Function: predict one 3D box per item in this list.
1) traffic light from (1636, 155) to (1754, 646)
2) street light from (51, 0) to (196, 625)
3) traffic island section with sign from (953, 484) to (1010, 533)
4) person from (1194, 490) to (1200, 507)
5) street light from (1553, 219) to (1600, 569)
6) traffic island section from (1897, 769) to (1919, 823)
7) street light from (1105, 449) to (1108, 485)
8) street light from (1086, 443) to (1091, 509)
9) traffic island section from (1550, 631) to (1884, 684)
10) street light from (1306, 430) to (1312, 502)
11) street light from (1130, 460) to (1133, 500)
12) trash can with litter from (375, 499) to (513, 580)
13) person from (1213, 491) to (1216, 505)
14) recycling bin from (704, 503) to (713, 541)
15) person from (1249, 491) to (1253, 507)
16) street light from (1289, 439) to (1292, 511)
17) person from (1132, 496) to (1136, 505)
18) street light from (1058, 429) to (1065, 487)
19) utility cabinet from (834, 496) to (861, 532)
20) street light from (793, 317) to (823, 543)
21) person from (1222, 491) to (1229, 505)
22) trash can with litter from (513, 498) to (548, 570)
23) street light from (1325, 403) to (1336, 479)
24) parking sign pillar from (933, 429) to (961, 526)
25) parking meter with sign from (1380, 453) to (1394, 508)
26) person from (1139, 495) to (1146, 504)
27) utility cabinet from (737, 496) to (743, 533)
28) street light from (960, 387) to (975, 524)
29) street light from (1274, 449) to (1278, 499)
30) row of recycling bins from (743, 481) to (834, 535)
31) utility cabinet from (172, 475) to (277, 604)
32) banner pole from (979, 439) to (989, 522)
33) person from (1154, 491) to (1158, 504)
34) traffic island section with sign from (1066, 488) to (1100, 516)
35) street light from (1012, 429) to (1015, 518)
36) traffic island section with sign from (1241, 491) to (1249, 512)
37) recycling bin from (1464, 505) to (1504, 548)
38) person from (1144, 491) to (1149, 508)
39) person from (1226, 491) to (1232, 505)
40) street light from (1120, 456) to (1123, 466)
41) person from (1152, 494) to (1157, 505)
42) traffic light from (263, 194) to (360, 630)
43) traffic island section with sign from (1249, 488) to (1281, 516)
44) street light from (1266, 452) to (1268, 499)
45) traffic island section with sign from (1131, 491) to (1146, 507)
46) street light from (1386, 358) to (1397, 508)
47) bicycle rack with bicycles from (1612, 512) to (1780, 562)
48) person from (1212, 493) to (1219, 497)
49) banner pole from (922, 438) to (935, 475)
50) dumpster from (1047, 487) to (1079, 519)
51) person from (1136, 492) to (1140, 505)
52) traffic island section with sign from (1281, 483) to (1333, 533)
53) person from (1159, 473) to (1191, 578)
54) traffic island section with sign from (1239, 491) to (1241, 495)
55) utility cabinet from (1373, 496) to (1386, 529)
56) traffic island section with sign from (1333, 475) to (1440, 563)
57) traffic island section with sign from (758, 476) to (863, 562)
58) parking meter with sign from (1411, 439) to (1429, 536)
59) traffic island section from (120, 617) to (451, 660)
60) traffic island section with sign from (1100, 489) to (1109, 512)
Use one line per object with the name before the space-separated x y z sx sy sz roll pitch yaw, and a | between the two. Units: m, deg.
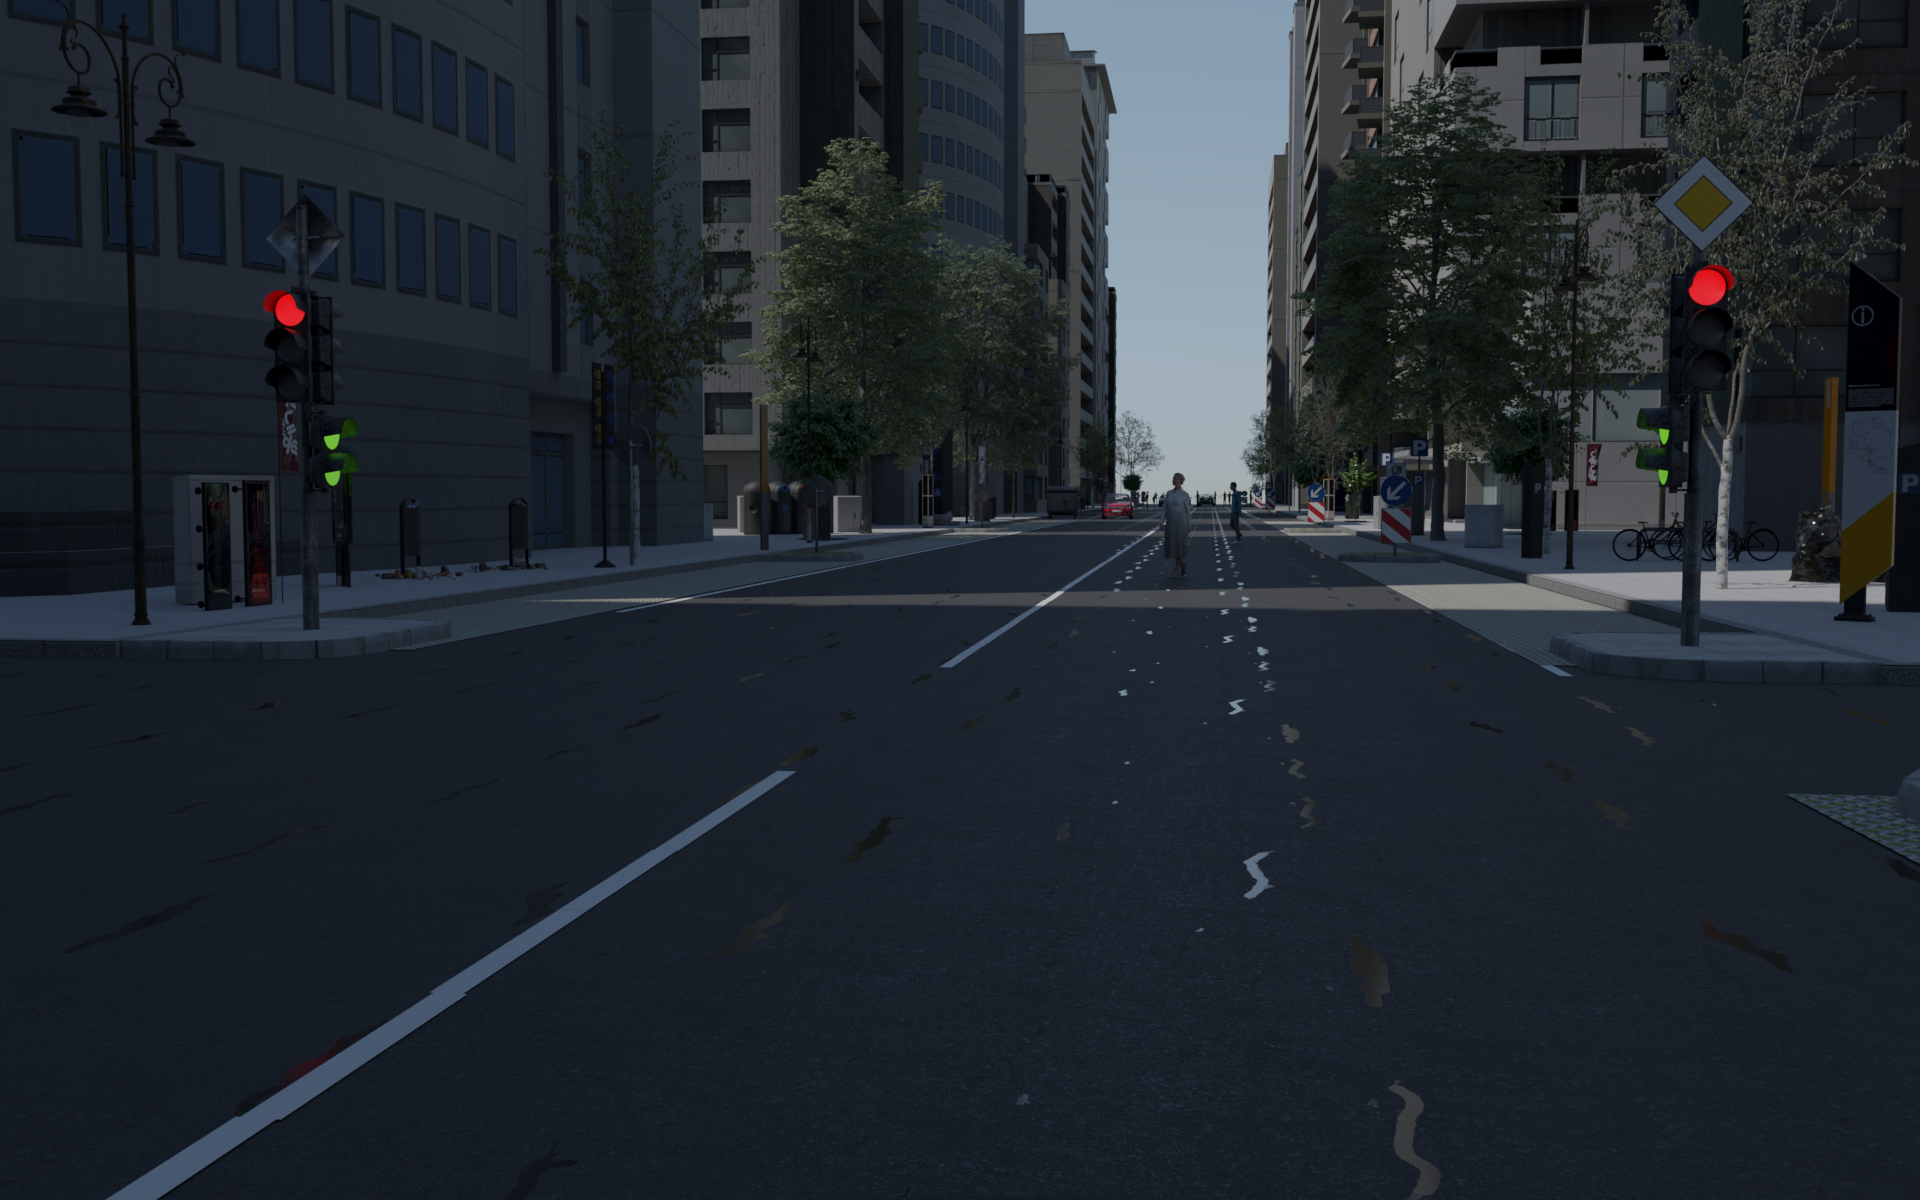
traffic light | 6.156 -1.567 14.539 0.839 4.253 0.868 1 4 8
street light | -8.032 -2.693 16.812 0.468 5.910 1.993 1 4 8
traffic island section with sign | 0.838 -3.446 64.969 1.989 1.847 2.006 1 4 8
person | 25.884 -11.037 188.939 0.705 1.826 1.348 2 4 35
street light | 10.402 -3.462 29.386 0.468 5.910 1.993 1 4 8
traffic island section | 5.053 0.950 6.744 2.009 0.180 2.903 1 4 8
street light | 14.758 -12.371 175.059 0.468 5.910 1.993 1 4 8
street light | 11.093 -10.853 150.236 0.468 5.910 1.993 1 4 8
traffic island section | 6.194 0.467 14.647 2.009 0.180 2.903 1 4 8
street light | 21.410 -8.142 105.911 0.468 5.910 1.993 1 4 8
street light | 23.100 -15.926 233.169 0.468 5.910 1.993 1 4 8
trash can with litter | -8.226 -0.964 26.814 1.678 1.210 2.233 1 4 10
person | 32.934 -13.174 223.862 0.705 1.831 1.348 0 4 0
recycling bin | -7.249 -2.139 47.522 0.722 1.027 0.722 -3 4 -38
person | 32.023 -11.133 190.528 0.705 1.824 1.348 0 4 -1
street light | 25.729 -9.925 135.068 0.468 5.910 1.993 1 4 8
person | 20.474 -11.905 203.818 0.551 1.740 0.621 -3 4 -38
street light | 7.053 -9.081 121.263 0.468 5.910 1.993 1 4 8
utility cabinet | -3.765 -2.885 58.330 1.020 1.237 0.306 -3 4 -38
street light | -3.957 -4.439 45.365 0.468 5.910 1.993 1 4 8
person | 34.056 -13.114 222.924 1.348 1.822 0.705 3 4 37
trash can with litter | -7.809 -1.124 29.434 1.678 1.210 2.233 1 4 18
street light | 18.727 -7.030 87.727 0.468 5.910 1.993 1 4 8
parking sign pillar | -0.693 -5.041 70.886 1.447 3.967 1.447 1 4 19
parking meter with sign | 17.803 -4.662 72.490 0.543 3.016 1.738 1 4 18
person | 23.961 -13.323 226.428 1.348 1.812 0.705 2 4 35
utility cabinet | -6.907 -2.858 57.894 1.020 1.237 0.306 -2 4 -25
street light | 0.295 -6.218 74.446 0.468 5.910 1.993 1 4 8
street light | 29.815 -11.698 164.052 0.468 5.910 1.993 1 4 8
row of recycling bins | -5.504 -2.955 55.424 1.069 1.692 3.534 3 5 42
utility cabinet | -8.669 -0.719 20.429 0.318 1.500 1.173 2 4 29
banner pole | 1.097 -5.430 78.795 0.401 3.779 0.863 -3 4 -37
person | 28.133 -14.680 248.390 0.709 1.838 0.599 2 4 28
traffic island section with sign | 8.082 -6.508 115.029 1.989 1.847 2.006 1 4 8
street light | 2.877 -7.327 92.590 0.468 5.910 1.993 1 4 8
traffic island section with sign | 23.957 -8.027 139.877 1.989 1.847 2.006 1 4 8
recycling bin | 12.509 -1.761 41.346 0.722 1.027 0.722 3 4 36
person | 19.153 -10.315 177.979 0.721 1.723 1.217 2 4 23
person | 36.889 -13.985 237.245 0.705 1.812 1.348 -2 4 -34
street light | 18.960 -14.140 203.982 0.468 5.910 1.993 1 4 8
person | 25.631 -13.221 227.901 0.697 1.427 0.421 1 4 16
traffic light | -6.130 -1.674 16.291 0.839 4.253 0.868 1 4 8
traffic island section with sign | 19.989 -6.349 112.428 1.989 1.847 2.006 1 4 8
street light | 33.043 -13.063 186.371 0.468 5.910 1.993 1 4 8
traffic island section with sign | 19.888 -11.512 196.847 1.989 1.847 2.006 1 4 8
street light | 14.538 -5.237 58.415 0.468 5.910 1.993 1 4 8
bicycle rack with bicycles | 14.258 -1.232 33.533 2.925 0.926 2.852 2 4 24
person | 36.219 -14.474 245.824 1.217 1.739 0.721 1 4 20
banner pole | -1.361 -5.305 76.753 0.863 3.779 0.401 -3 5 -42
dumpster | 5.852 -5.538 98.767 1.865 1.857 1.264 0 4 8
person | 22.554 -12.832 218.976 0.621 1.740 0.551 -1 4 -23
traffic island section with sign | 13.008 -3.389 64.038 1.989 1.847 2.006 1 4 8
person | 3.738 -1.282 29.690 0.478 1.798 0.641 3 5 42
traffic island section with sign | 31.841 -11.362 194.388 1.989 1.847 2.006 1 4 8
utility cabinet | 15.360 -3.195 63.408 0.306 1.237 1.020 0 4 4
traffic island section with sign | 9.079 -1.725 36.827 1.989 1.847 2.006 1 4 8
traffic island section with sign | -3.150 -1.755 37.322 1.989 1.847 2.006 1 4 8
parking meter with sign | 14.334 -3.547 54.247 0.543 3.016 1.738 1 4 18
traffic island section | -6.168 0.358 16.431 2.009 0.180 2.903 1 4 8
traffic island section with sign | 11.972 -8.158 142.018 1.989 1.847 2.006 1 4 8
